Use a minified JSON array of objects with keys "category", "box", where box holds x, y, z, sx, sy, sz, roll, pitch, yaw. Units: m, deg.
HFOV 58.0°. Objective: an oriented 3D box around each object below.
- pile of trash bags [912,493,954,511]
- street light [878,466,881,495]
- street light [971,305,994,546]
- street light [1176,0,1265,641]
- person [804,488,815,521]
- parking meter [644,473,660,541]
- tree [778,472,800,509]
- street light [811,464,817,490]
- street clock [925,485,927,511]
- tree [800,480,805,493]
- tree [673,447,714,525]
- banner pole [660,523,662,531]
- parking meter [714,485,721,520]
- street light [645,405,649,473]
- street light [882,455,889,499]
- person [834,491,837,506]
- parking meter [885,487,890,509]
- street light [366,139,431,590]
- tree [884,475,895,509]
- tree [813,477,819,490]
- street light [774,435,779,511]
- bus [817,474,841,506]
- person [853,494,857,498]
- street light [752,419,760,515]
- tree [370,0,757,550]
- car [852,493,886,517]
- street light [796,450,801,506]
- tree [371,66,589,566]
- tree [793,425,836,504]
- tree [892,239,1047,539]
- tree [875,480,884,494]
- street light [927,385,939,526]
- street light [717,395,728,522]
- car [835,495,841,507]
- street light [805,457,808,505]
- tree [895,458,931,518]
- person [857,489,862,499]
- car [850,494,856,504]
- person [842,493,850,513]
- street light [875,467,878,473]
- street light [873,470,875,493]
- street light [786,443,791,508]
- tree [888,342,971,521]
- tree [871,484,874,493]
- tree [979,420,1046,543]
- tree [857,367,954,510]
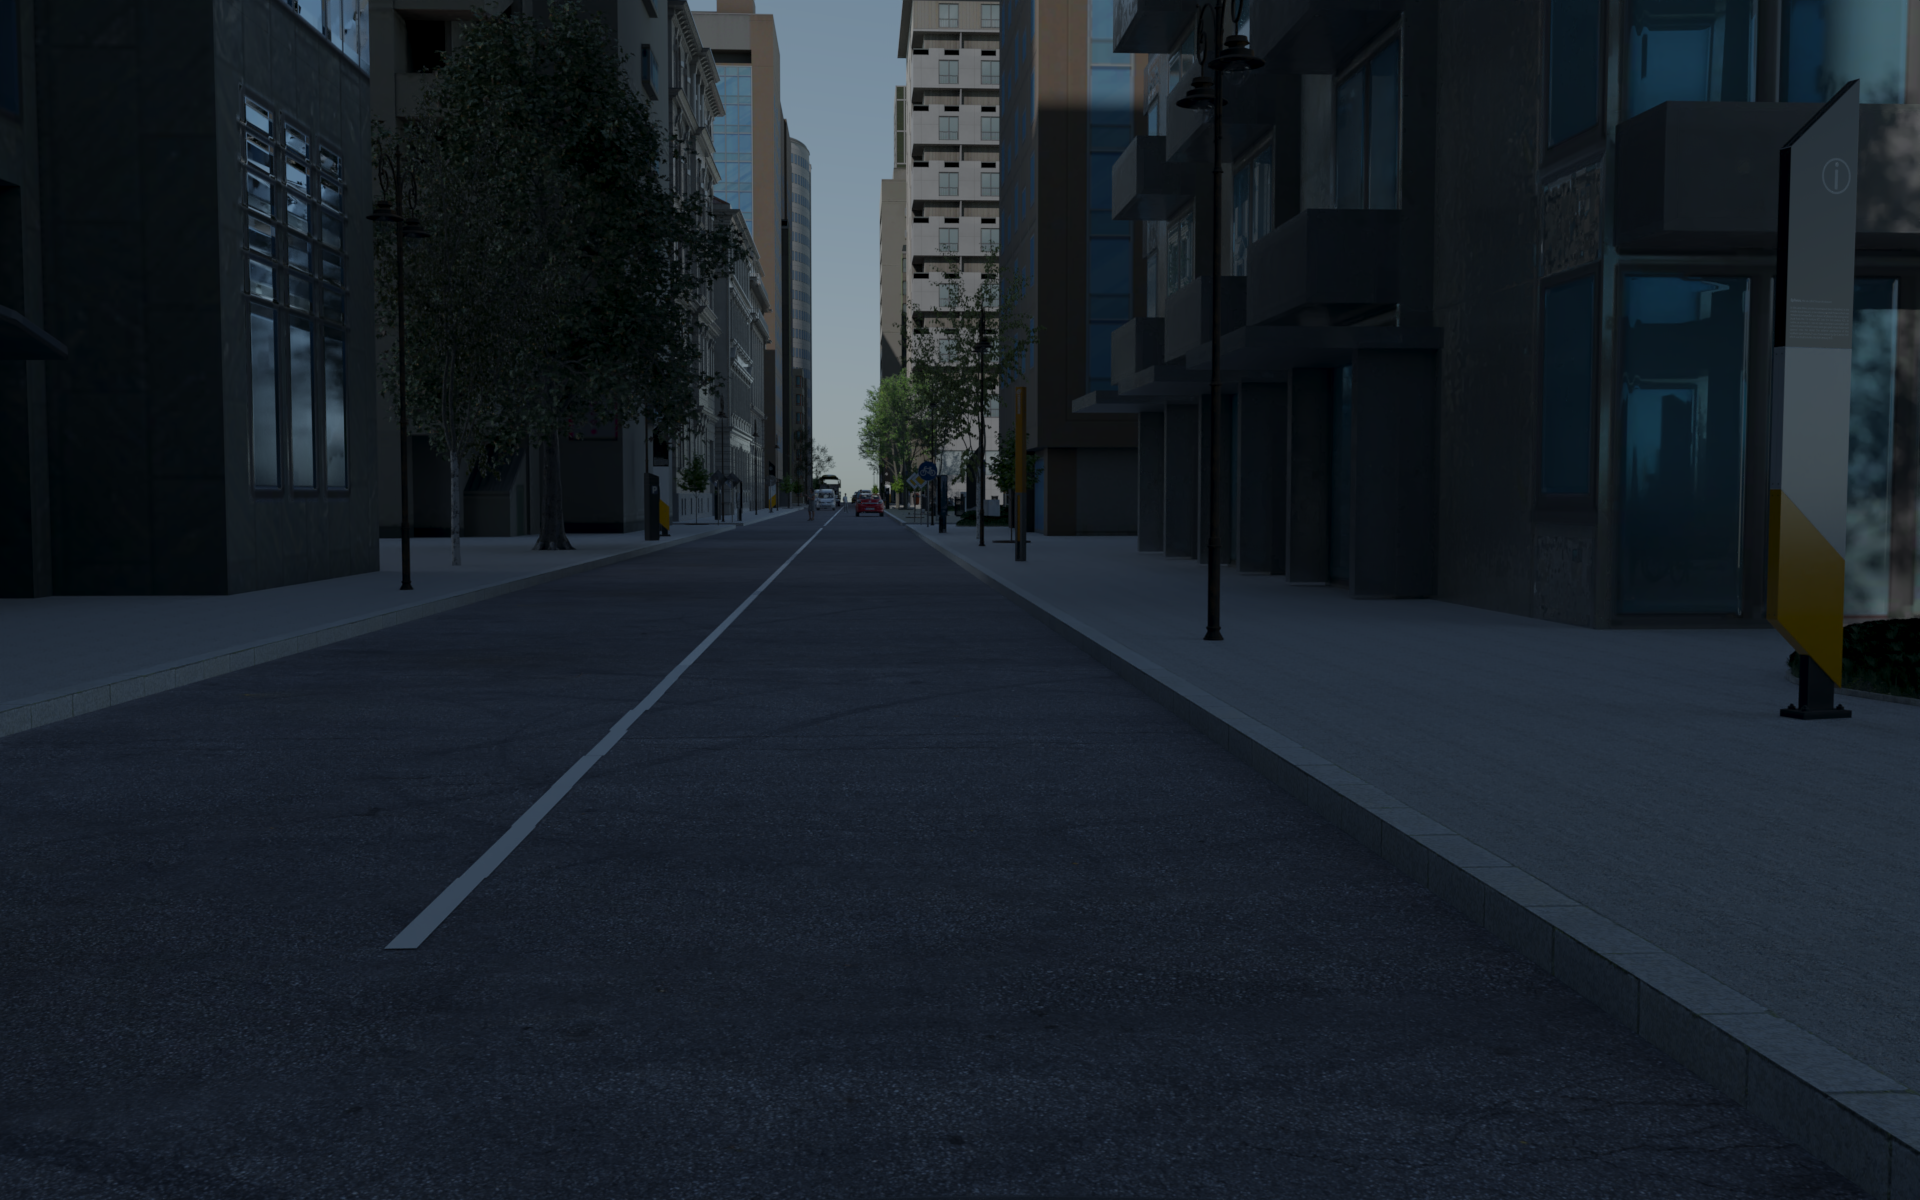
[{"category":"pile of trash bags","box":[-1.956,-7.462,131.748,3.447,1.369,1.912,1,4,11]},{"category":"street light","box":[-9.101,-14.120,203.655,0.468,5.910,1.993,0,4,-3]},{"category":"street light","box":[0.541,-4.261,42.452,0.468,5.910,1.993,0,4,-3]},{"category":"street light","box":[2.230,-2.585,15.059,0.468,5.910,1.993,0,4,-3]},{"category":"person","box":[-8.054,-5.130,92.727,0.532,1.782,0.716,-2,4,-33]},{"category":"parking meter","box":[-8.490,-2.572,47.756,0.255,1.863,0.399,3,4,39]},{"category":"tree","box":[-15.347,-9.678,152.828,1.663,3.219,1.824,0,3,0]},{"category":"street light","box":[-20.284,-16.250,238.479,0.468,5.910,1.993,0,4,-3]},{"category":"street clock","box":[-2.597,-7.642,129.523,0.358,2.002,0.471,-1,4,-16]},{"category":"tree","box":[-17.547,-11.675,185.480,1.663,3.219,1.824,0,3,0]},{"category":"tree","box":[-10.992,-4.742,72.140,1.663,3.219,1.824,0,3,0]},{"category":"banner pole","box":[-10.206,-4.255,59.583,0.401,3.779,0.863,-3,4,-37]},{"category":"parking meter","box":[-12.005,-4.901,85.840,0.255,1.863,0.399,1,4,8]},{"category":"street light","box":[-9.002,-4.707,49.739,0.468,5.910,1.993,0,4,-3]},{"category":"street light","box":[-7.503,-12.474,176.730,0.468,5.910,1.993,0,4,-3]},{"category":"person","box":[-15.159,-12.438,211.496,0.705,1.869,1.348,0,4,-5]},{"category":"parking meter","box":[-6.190,-8.675,147.548,0.399,1.863,0.255,0,4,2]},{"category":"street light","box":[-7.421,-3.074,23.044,0.468,5.910,1.993,0,4,-3]},{"category":"tree","box":[-5.179,-9.510,150.083,1.663,3.219,1.824,0,3,0]},{"category":"tree","box":[-25.688,-20.061,311.710,4.285,4.588,4.351,0,3,0]},{"category":"street light","box":[-14.067,-9.813,133.237,0.468,5.910,1.993,0,4,-3]},{"category":"bus","box":[-16.534,-13.988,220.252,2.896,3.916,12.252,0,4,-2]},{"category":"person","box":[-13.485,-13.497,229.200,1.348,1.821,0.705,1,4,11]},{"category":"street light","box":[-12.516,-8.160,106.211,0.468,5.910,1.993,0,4,-3]},{"category":"tree","box":[-9.465,-7.502,39.671,9.611,12.733,9.660,0,3,0]},{"category":"car","box":[-5.799,-6.225,110.812,2.155,1.783,4.494,0,4,-4]},{"category":"street light","box":[-17.049,-12.850,182.883,0.468,5.910,1.993,0,4,-3]},{"category":"tree","box":[-8.820,-4.927,30.923,4.360,8.622,3.978,0,3,0]},{"category":"tree","box":[-20.709,-18.150,231.170,8.767,10.594,7.601,-1,4,-11]},{"category":"tree","box":[0.298,-6.060,49.439,4.737,8.622,4.395,0,3,0]},{"category":"tree","box":[-8.343,-12.624,201.001,1.663,3.219,1.824,0,3,0]},{"category":"street light","box":[-1.126,-5.980,70.568,0.468,5.910,1.993,0,4,-3]},{"category":"street light","box":[-10.899,-6.528,79.517,0.468,5.910,1.993,0,4,-3]},{"category":"car","box":[-14.598,-11.378,198.606,1.945,1.354,3.894,0,4,-4]},{"category":"street light","box":[-18.585,-14.485,209.615,0.468,5.910,1.993,0,4,-3]},{"category":"tree","box":[-2.396,-6.027,93.136,1.663,3.219,1.824,0,3,0]},{"category":"person","box":[-8.573,-8.592,148.841,0.638,1.841,0.748,-2,4,-24]},{"category":"car","box":[-15.339,-15.159,258.078,2.015,1.641,3.980,0,4,-4]},{"category":"person","box":[-8.627,-7.331,130.962,0.523,1.515,0.503,1,4,22]},{"category":"street light","box":[-10.737,-15.753,230.347,0.468,5.910,1.993,0,4,-3]},{"category":"street light","box":[-12.433,-17.558,259.860,0.468,5.910,1.993,0,4,-3]},{"category":"street light","box":[-15.441,-11.217,156.189,0.468,5.910,1.993,0,4,-3]},{"category":"tree","box":[-1.200,-8.124,83.191,4.360,8.622,3.978,0,3,0]},{"category":"tree","box":[-14.936,-18.990,305.089,1.663,3.219,1.824,0,3,0]},{"category":"tree","box":[1.382,-3.115,45.525,1.663,3.219,1.824,0,3,0]},{"category":"tree","box":[-4.282,-13.111,140.124,9.928,11.665,9.643,0,3,0]}]
